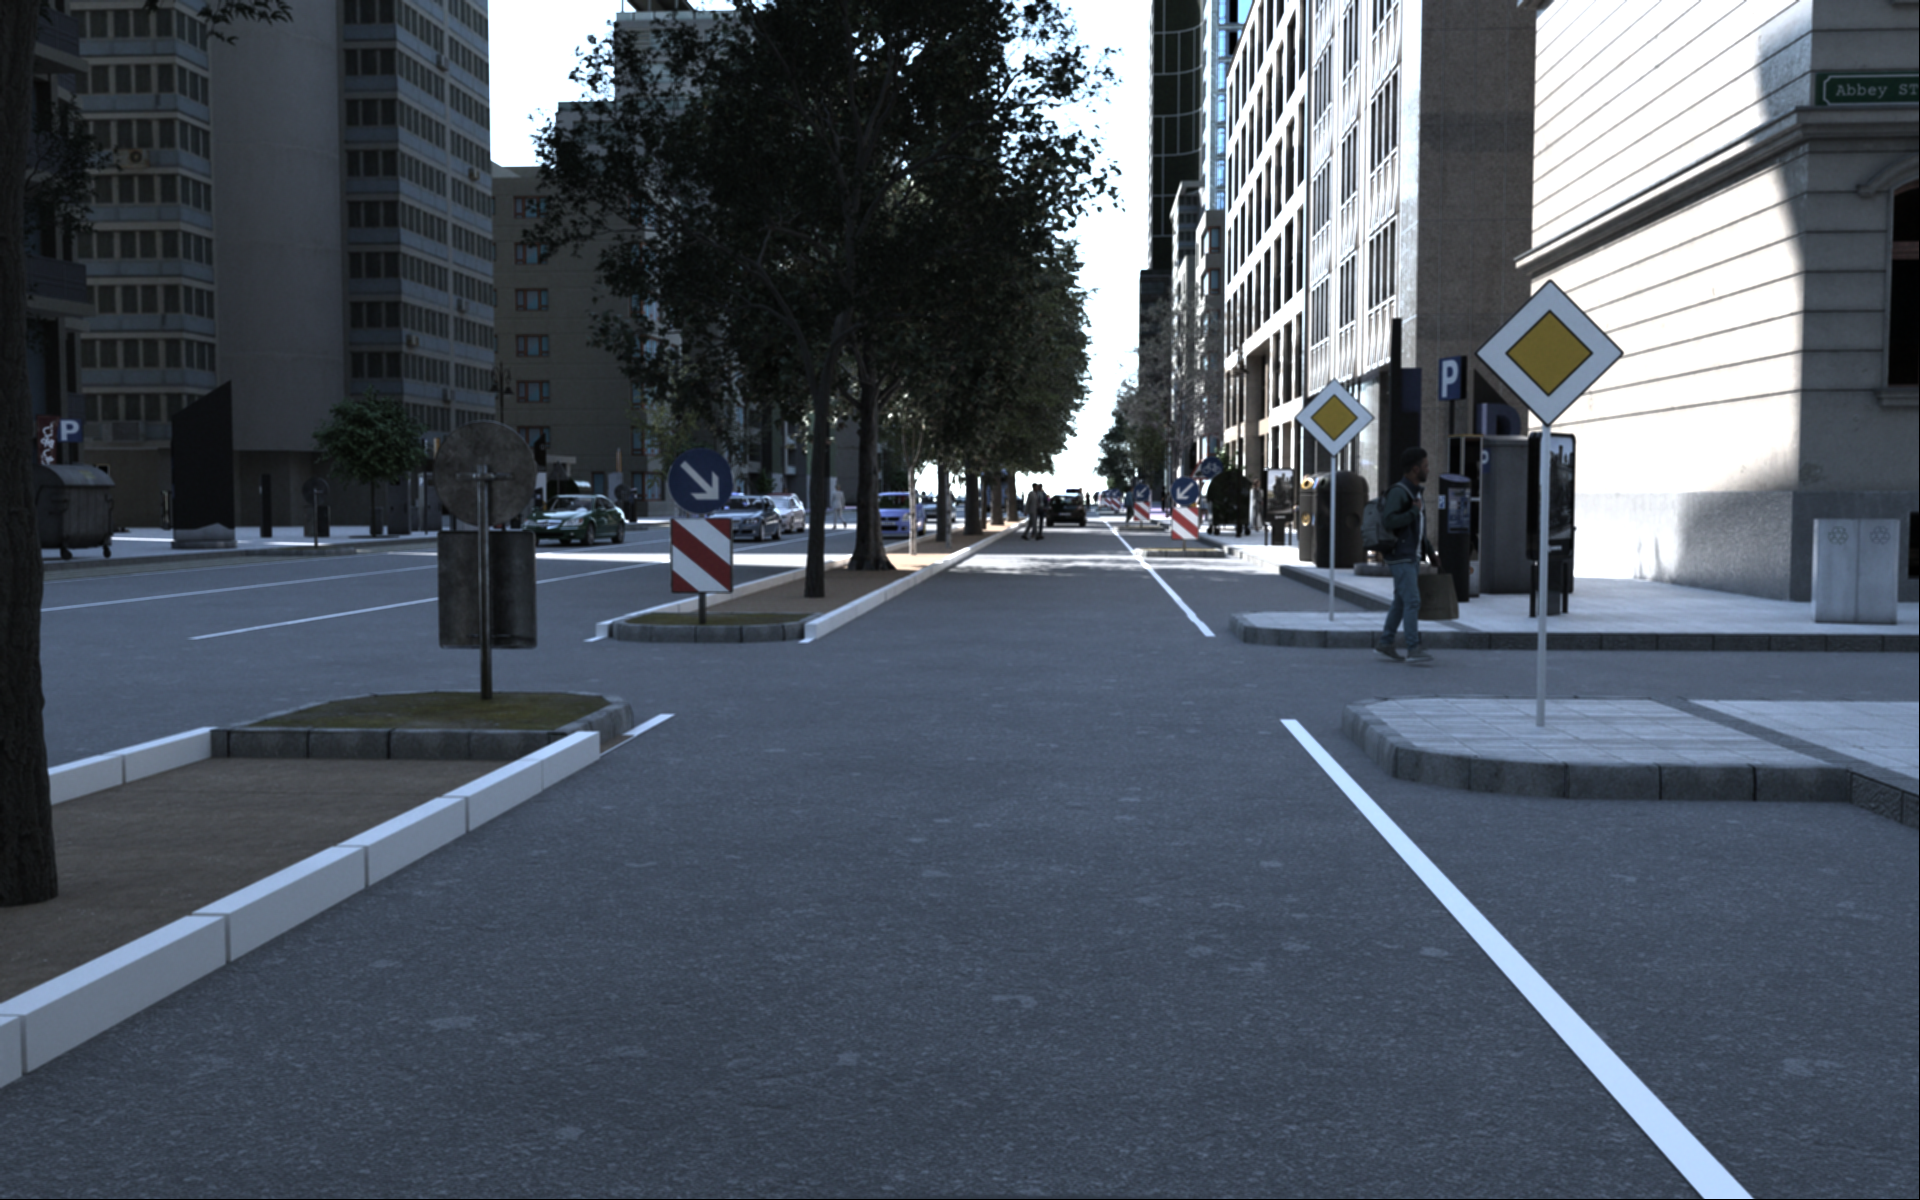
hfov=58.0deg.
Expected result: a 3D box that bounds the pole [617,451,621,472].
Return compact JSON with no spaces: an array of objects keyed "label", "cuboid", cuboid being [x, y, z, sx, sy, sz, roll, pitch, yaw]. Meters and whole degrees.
[{"label":"pole","cuboid":[-16.305,-5.448,82.920,0.158,3.312,0.155,0,3,0]}]

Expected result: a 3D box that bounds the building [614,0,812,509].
[{"label":"building","cuboid":[-20.071,-28.161,144.033,14.154,41.232,14.086,0,4,4]}]

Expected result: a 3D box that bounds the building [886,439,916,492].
[{"label":"building","cuboid":[-13.691,-33.858,237.176,14.154,41.232,14.086,0,4,4]}]

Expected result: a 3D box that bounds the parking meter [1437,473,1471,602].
[{"label":"parking meter","cuboid":[5.889,-0.748,20.645,0.372,1.533,0.369,0,3,0]}]

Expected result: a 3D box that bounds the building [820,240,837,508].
[{"label":"building","cuboid":[-19.284,-23.701,159.207,14.160,30.474,14.107,0,4,4]}]

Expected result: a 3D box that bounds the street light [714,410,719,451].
[{"label":"street light","cuboid":[-13.506,-7.510,95.580,0.468,5.910,1.993,0,4,4]}]

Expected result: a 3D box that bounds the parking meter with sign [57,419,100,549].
[{"label":"parking meter with sign","cuboid":[-20.764,-2.731,40.912,0.543,3.016,1.738,-1,4,-13]}]

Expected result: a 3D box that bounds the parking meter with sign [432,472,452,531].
[{"label":"parking meter with sign","cuboid":[-18.398,-3.901,60.036,0.543,3.016,1.738,3,5,41]}]

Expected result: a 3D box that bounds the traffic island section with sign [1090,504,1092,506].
[{"label":"traffic island section with sign","cuboid":[16.035,-11.637,198.886,1.989,1.847,2.006,0,4,4]}]

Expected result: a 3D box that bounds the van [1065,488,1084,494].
[{"label":"van","cuboid":[11.988,-10.937,183.210,2.240,2.365,5.245,0,4,4]}]

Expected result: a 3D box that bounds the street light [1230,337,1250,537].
[{"label":"street light","cuboid":[8.268,-4.800,51.276,0.468,5.910,1.993,0,4,4]}]

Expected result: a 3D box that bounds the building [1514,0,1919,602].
[{"label":"building","cuboid":[21.387,-14.541,25.140,23.554,28.519,14.401,0,4,4]}]

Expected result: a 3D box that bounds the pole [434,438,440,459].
[{"label":"pole","cuboid":[-18.987,-4.226,62.942,0.158,3.312,0.155,0,3,0]}]

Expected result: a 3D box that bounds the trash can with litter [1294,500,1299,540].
[{"label":"trash can with litter","cuboid":[9.553,-2.246,48.104,0.624,1.170,1.055,1,4,12]}]

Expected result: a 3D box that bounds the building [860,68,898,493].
[{"label":"building","cuboid":[-21.782,-38.370,216.581,28.713,52.752,27.495,0,4,4]}]

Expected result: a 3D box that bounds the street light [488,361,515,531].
[{"label":"street light","cuboid":[-15.952,-5.358,60.385,0.468,5.910,1.993,0,4,4]}]

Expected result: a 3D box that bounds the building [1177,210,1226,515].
[{"label":"building","cuboid":[29.687,-16.756,118.992,27.650,21.520,28.899,0,4,4]}]

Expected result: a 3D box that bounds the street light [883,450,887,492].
[{"label":"street light","cuboid":[-7.726,-12.619,179.103,0.468,5.910,1.993,0,4,4]}]

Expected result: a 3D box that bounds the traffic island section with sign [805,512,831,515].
[{"label":"traffic island section with sign","cuboid":[-9.888,-6.726,118.596,1.989,1.847,2.006,0,4,4]}]

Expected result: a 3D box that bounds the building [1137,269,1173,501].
[{"label":"building","cuboid":[29.799,-27.560,222.301,14.160,30.474,14.107,0,4,4]}]

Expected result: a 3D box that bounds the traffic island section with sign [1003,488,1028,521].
[{"label":"traffic island section with sign","cuboid":[2.688,-5.165,92.586,2.006,1.907,1.989,0,4,4]}]

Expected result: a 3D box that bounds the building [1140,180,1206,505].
[{"label":"building","cuboid":[37.402,-31.182,201.700,32.217,40.220,23.993,0,4,4]}]

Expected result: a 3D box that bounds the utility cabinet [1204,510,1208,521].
[{"label":"utility cabinet","cuboid":[12.125,-4.377,82.725,1.020,1.237,0.306,-3,5,-39]}]

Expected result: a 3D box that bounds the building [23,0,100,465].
[{"label":"building","cuboid":[-33.162,-23.317,35.856,22.147,44.769,28.867,0,4,4]}]

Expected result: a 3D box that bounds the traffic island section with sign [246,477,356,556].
[{"label":"traffic island section with sign","cuboid":[-15.296,-1.951,40.526,1.989,1.847,2.006,0,4,4]}]

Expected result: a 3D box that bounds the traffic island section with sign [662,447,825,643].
[{"label":"traffic island section with sign","cuboid":[-2.493,-0.580,17.626,2.006,1.907,1.989,0,4,4]}]

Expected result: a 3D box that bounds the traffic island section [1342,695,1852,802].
[{"label":"traffic island section","cuboid":[3.251,0.778,9.565,2.009,0.180,2.903,0,4,4]}]

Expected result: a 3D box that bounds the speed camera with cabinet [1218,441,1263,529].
[{"label":"speed camera with cabinet","cuboid":[10.314,-4.264,64.044,0.660,3.252,2.038,-3,4,-36]}]

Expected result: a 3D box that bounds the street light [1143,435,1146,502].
[{"label":"street light","cuboid":[13.545,-9.482,127.822,0.468,5.910,1.993,0,4,4]}]

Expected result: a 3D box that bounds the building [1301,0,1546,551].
[{"label":"building","cuboid":[16.801,-14.032,47.450,12.078,24.808,19.932,0,4,4]}]

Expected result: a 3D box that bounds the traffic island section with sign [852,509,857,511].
[{"label":"traffic island section with sign","cuboid":[-8.026,-8.382,145.672,1.989,1.847,2.006,0,4,4]}]

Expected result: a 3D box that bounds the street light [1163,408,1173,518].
[{"label":"street light","cuboid":[10.986,-7.274,91.725,0.468,5.910,1.993,0,4,4]}]

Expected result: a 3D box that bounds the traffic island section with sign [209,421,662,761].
[{"label":"traffic island section with sign","cuboid":[-3.014,-0.128,10.237,2.006,1.907,1.989,0,4,4]}]

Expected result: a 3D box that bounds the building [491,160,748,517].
[{"label":"building","cuboid":[-29.917,-16.187,109.696,27.650,21.520,28.899,0,4,4]}]

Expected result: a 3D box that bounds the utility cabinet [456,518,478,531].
[{"label":"utility cabinet","cuboid":[-16.105,-2.784,56.685,0.306,1.237,1.020,1,4,14]}]

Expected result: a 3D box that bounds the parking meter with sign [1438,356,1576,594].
[{"label":"parking meter with sign","cuboid":[7.061,-1.592,22.292,1.738,3.016,0.543,-1,4,-14]}]

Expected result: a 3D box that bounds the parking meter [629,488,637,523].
[{"label":"parking meter","cuboid":[-14.777,-4.270,78.221,0.372,1.533,0.369,0,3,0]}]

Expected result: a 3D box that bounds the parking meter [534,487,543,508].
[{"label":"parking meter","cuboid":[-15.619,-3.405,64.090,0.372,1.533,0.369,0,3,0]}]

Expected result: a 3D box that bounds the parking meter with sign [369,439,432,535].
[{"label":"parking meter with sign","cuboid":[-17.675,-3.562,54.508,1.738,3.016,0.543,0,4,-7]}]

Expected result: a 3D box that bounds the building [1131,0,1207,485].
[{"label":"building","cuboid":[34.212,-48.964,238.812,20.563,71.187,20.611,0,4,4]}]

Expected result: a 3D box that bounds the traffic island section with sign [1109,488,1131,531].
[{"label":"traffic island section with sign","cuboid":[6.918,-3.588,67.291,1.989,1.847,2.006,0,4,4]}]

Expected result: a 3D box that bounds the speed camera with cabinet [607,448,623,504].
[{"label":"speed camera with cabinet","cuboid":[-14.883,-4.917,74.724,0.660,3.252,2.038,-1,4,-10]}]

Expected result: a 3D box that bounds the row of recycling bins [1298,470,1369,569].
[{"label":"row of recycling bins","cuboid":[6.814,-1.492,31.501,1.069,1.692,3.534,0,4,5]}]

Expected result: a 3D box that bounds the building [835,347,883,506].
[{"label":"building","cuboid":[-20.421,-34.762,192.056,21.300,48.544,21.600,0,4,4]}]

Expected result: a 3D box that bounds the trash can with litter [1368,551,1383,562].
[{"label":"trash can with litter","cuboid":[8.234,-1.313,32.856,1.055,1.170,0.624,-1,4,-22]}]

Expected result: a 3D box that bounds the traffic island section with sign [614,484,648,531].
[{"label":"traffic island section with sign","cuboid":[-13.385,-3.646,68.233,1.989,1.847,2.006,0,4,4]}]

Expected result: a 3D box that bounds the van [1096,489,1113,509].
[{"label":"van","cuboid":[13.348,-9.169,156.917,2.013,2.044,4.112,0,4,3]}]

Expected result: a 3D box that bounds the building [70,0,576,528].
[{"label":"building","cuboid":[-34.297,-23.435,75.048,32.217,40.220,23.993,0,4,4]}]

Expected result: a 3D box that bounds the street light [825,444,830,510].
[{"label":"street light","cuboid":[-10.632,-10.036,136.874,0.468,5.910,1.993,0,4,4]}]

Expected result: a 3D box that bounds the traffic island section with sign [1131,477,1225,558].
[{"label":"traffic island section with sign","cuboid":[5.025,-1.912,39.895,1.989,1.847,2.006,0,4,4]}]

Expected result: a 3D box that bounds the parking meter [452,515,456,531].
[{"label":"parking meter","cuboid":[-17.066,-3.084,58.835,0.372,1.533,0.369,0,3,0]}]

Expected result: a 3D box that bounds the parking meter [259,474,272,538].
[{"label":"parking meter","cuboid":[-20.530,-2.782,51.192,0.255,1.863,0.399,-3,4,-36]}]

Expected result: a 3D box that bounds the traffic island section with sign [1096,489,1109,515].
[{"label":"traffic island section with sign","cuboid":[10.305,-6.576,116.137,1.989,1.847,2.006,0,4,4]}]

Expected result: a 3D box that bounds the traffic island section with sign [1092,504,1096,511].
[{"label":"traffic island section with sign","cuboid":[12.232,-8.280,144.010,1.989,1.847,2.006,0,4,4]}]

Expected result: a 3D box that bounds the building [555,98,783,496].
[{"label":"building","cuboid":[-21.547,-21.936,130.359,14.160,30.474,14.107,0,4,4]}]

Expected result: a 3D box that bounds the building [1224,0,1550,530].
[{"label":"building","cuboid":[22.462,-16.486,74.064,19.350,26.468,34.151,0,4,4]}]

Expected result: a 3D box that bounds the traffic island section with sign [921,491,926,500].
[{"label":"traffic island section with sign","cuboid":[-4.184,-11.774,201.130,1.989,1.847,2.006,0,4,4]}]

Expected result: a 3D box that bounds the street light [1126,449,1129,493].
[{"label":"street light","cuboid":[16.180,-11.957,168.277,0.468,5.910,1.993,0,4,4]}]

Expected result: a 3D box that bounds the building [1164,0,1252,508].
[{"label":"building","cuboid":[29.617,-51.028,146.977,22.319,86.520,31.000,0,4,4]}]

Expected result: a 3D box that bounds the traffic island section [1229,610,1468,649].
[{"label":"traffic island section","cuboid":[3.803,0.290,17.531,2.009,0.180,2.903,0,4,4]}]
